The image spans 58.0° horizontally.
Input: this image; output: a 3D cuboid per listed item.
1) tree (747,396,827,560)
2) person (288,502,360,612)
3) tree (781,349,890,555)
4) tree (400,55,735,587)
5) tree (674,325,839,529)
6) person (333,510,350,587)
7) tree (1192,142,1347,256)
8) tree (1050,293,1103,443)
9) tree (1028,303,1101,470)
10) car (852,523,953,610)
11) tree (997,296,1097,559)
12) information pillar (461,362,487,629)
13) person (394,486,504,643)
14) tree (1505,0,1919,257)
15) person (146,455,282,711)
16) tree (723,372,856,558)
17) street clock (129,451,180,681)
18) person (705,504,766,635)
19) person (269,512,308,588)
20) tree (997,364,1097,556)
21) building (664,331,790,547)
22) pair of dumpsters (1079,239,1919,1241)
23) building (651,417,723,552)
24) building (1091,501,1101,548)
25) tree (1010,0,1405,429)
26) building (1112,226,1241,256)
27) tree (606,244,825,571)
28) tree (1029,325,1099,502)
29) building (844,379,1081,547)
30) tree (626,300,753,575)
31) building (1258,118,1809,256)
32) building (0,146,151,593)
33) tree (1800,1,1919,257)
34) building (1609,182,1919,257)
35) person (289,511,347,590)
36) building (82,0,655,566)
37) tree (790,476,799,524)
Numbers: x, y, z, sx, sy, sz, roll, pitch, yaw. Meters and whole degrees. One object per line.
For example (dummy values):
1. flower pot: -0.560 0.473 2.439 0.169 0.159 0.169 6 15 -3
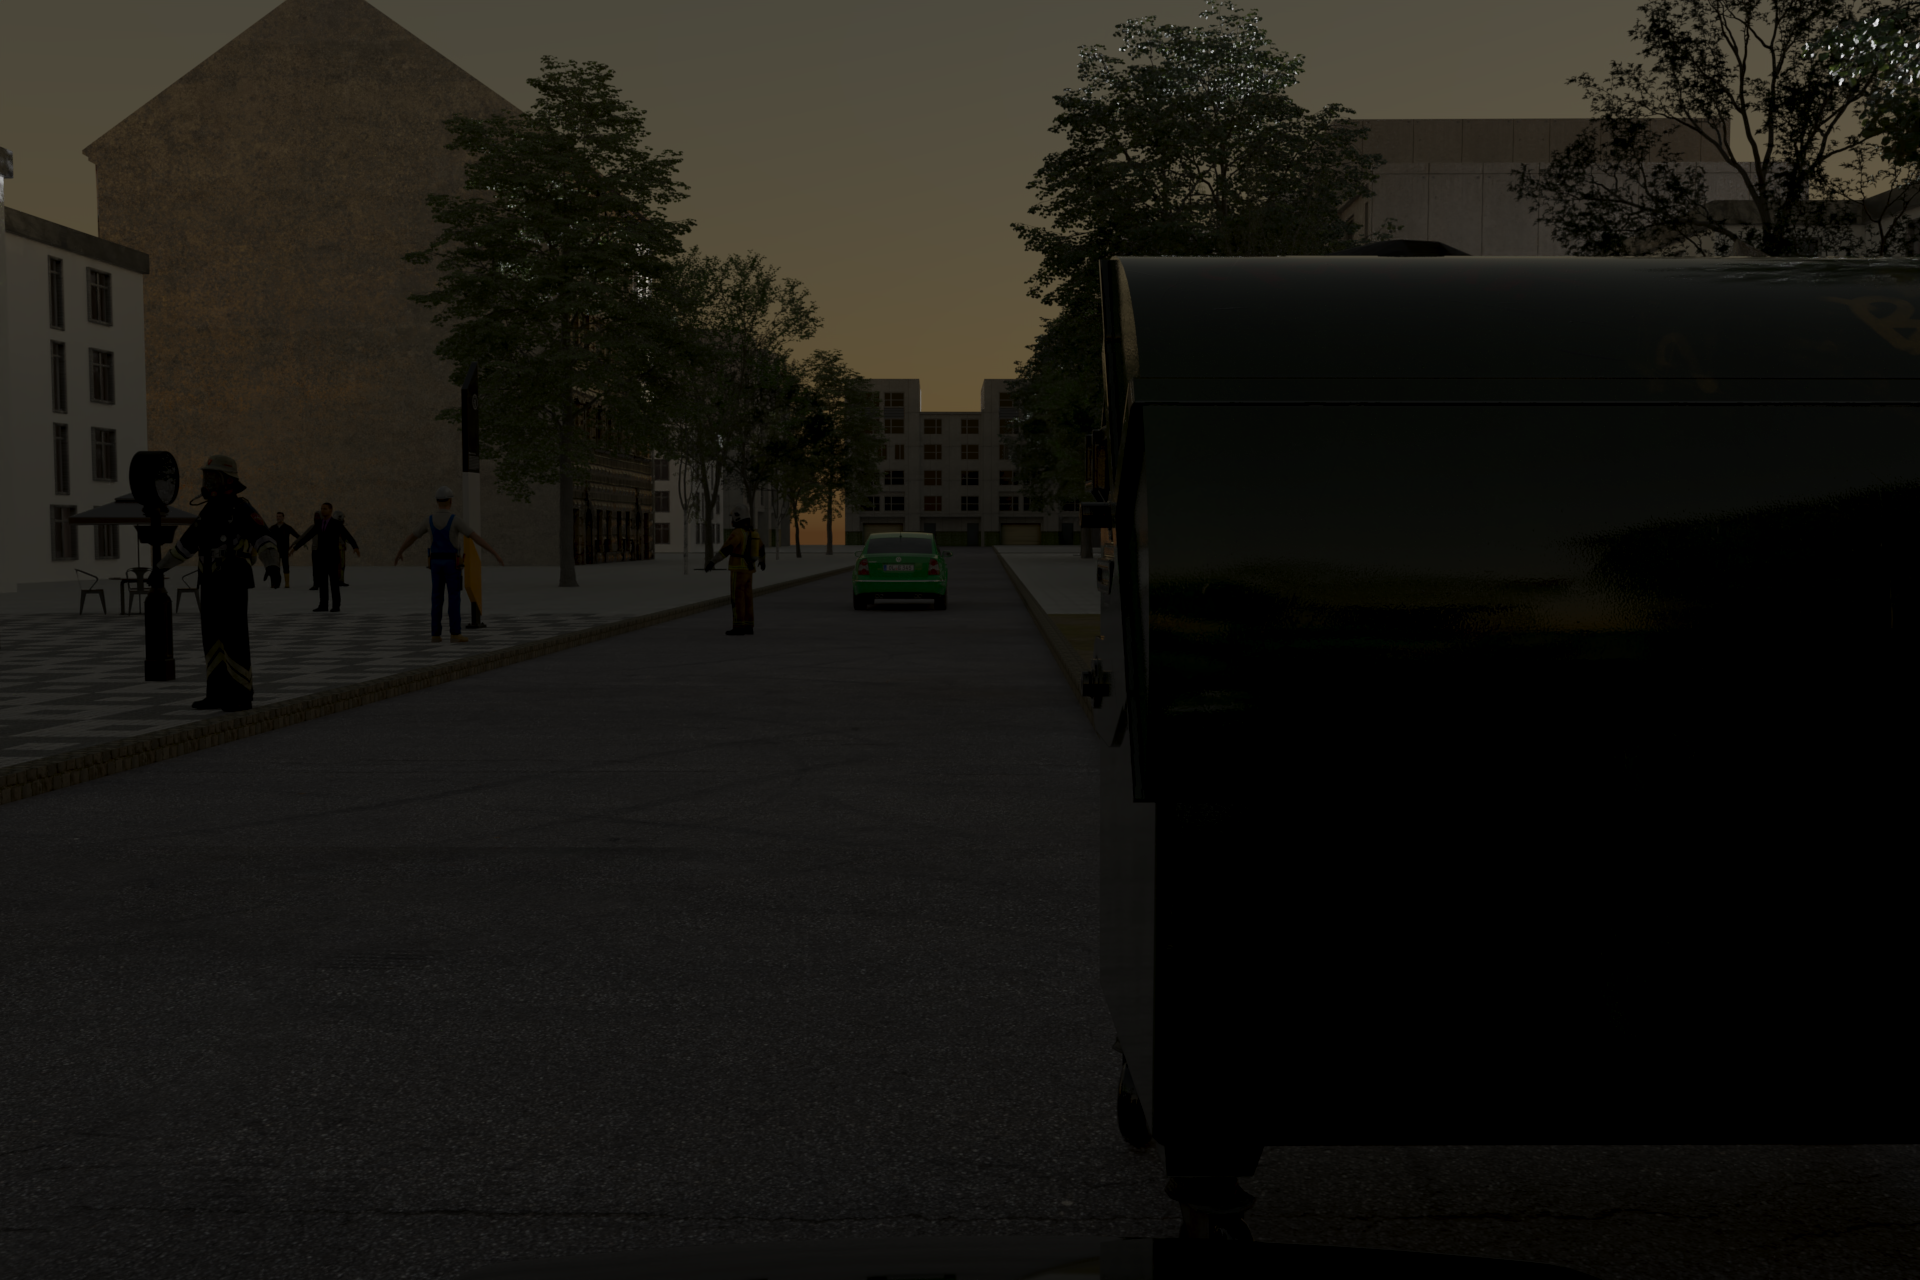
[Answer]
1. tree: -8.843 -8.247 85.197 4.737 8.622 4.395 0 3 0
2. person: -10.440 -1.366 28.565 1.346 1.802 0.704 1 4 16
3. tree: -7.834 -11.528 106.617 7.486 12.596 7.792 0 3 0
4. tree: -9.311 -7.543 41.454 7.486 12.596 7.792 0 3 0
5. tree: -8.891 -8.626 75.453 8.767 10.594 7.601 2 4 24
6. person: -15.178 -2.239 42.381 1.354 1.858 0.705 3 5 43
7. tree: 6.105 -5.060 33.094 4.360 8.622 3.978 0 3 0
8. tree: 6.590 -7.444 56.120 7.601 10.594 8.767 -3 5 -41
9. tree: 6.260 -8.793 69.518 9.928 11.665 9.643 0 3 0
10. car: -1.124 -1.541 33.986 1.959 1.807 4.718 0 3 0
11. tree: 6.795 -11.263 90.802 9.857 13.997 8.962 0 3 0
12. information pillar: -6.601 -1.961 23.422 0.183 3.616 0.504 0 4 2
13. person: -6.085 -0.897 20.517 1.347 1.847 0.705 0 4 6
14. tree: 11.756 -5.462 23.711 8.767 10.594 7.601 1 4 22
15. person: -5.378 -0.418 12.607 1.354 1.856 0.705 2 4 28
16. tree: -8.954 -9.731 93.516 7.601 10.594 8.767 3 4 39
17. street clock: -7.008 -0.645 15.117 0.358 2.002 0.471 0 4 1
18. person: -3.122 -1.001 24.594 0.705 1.858 1.354 2 4 29
19. person: -16.124 -2.138 41.097 1.346 1.812 0.704 0 4 -2
20. tree: 7.299 -11.779 102.963 12.009 13.543 11.850 0 3 0
21. building: -26.662 -18.302 165.698 16.747 18.905 31.486 0 4 2
22. pair of dumpsters: 2.466 0.081 3.631 4.436 2.255 1.574 0 4 0
23. building: -22.848 -11.793 134.964 9.099 9.664 28.070 0 4 2
24. building: 26.279 -20.449 178.311 27.936 21.610 32.646 0 4 0
25. tree: 6.123 -8.278 41.998 9.857 13.997 8.962 0 3 0
26. building: 24.644 -17.576 131.335 27.936 21.610 32.646 0 4 1
27. tree: -8.796 -8.287 61.249 9.928 11.665 9.643 0 3 0
28. tree: 7.088 -9.891 79.847 7.486 12.596 7.792 0 3 0
29. building: 2.630 -20.493 203.975 31.486 18.905 16.747 0 4 -1
30. tree: -8.898 -6.369 54.501 4.360 8.622 3.978 0 3 0
31. building: 24.423 -13.213 82.495 16.747 18.905 31.486 0 4 1
32. building: -25.272 -5.871 38.141 9.099 9.664 28.070 0 4 1
33. tree: 10.346 -6.437 11.906 9.857 13.997 8.962 0 3 0
34. building: 23.429 -6.217 43.803 9.099 9.664 28.070 0 4 0
35. person: -14.615 -2.040 39.490 1.348 1.813 0.705 0 4 4
36. building: -24.715 -15.074 77.386 19.493 23.208 18.063 0 4 1
37. tree: -22.428 -17.956 200.241 9.857 13.997 8.962 0 3 0
